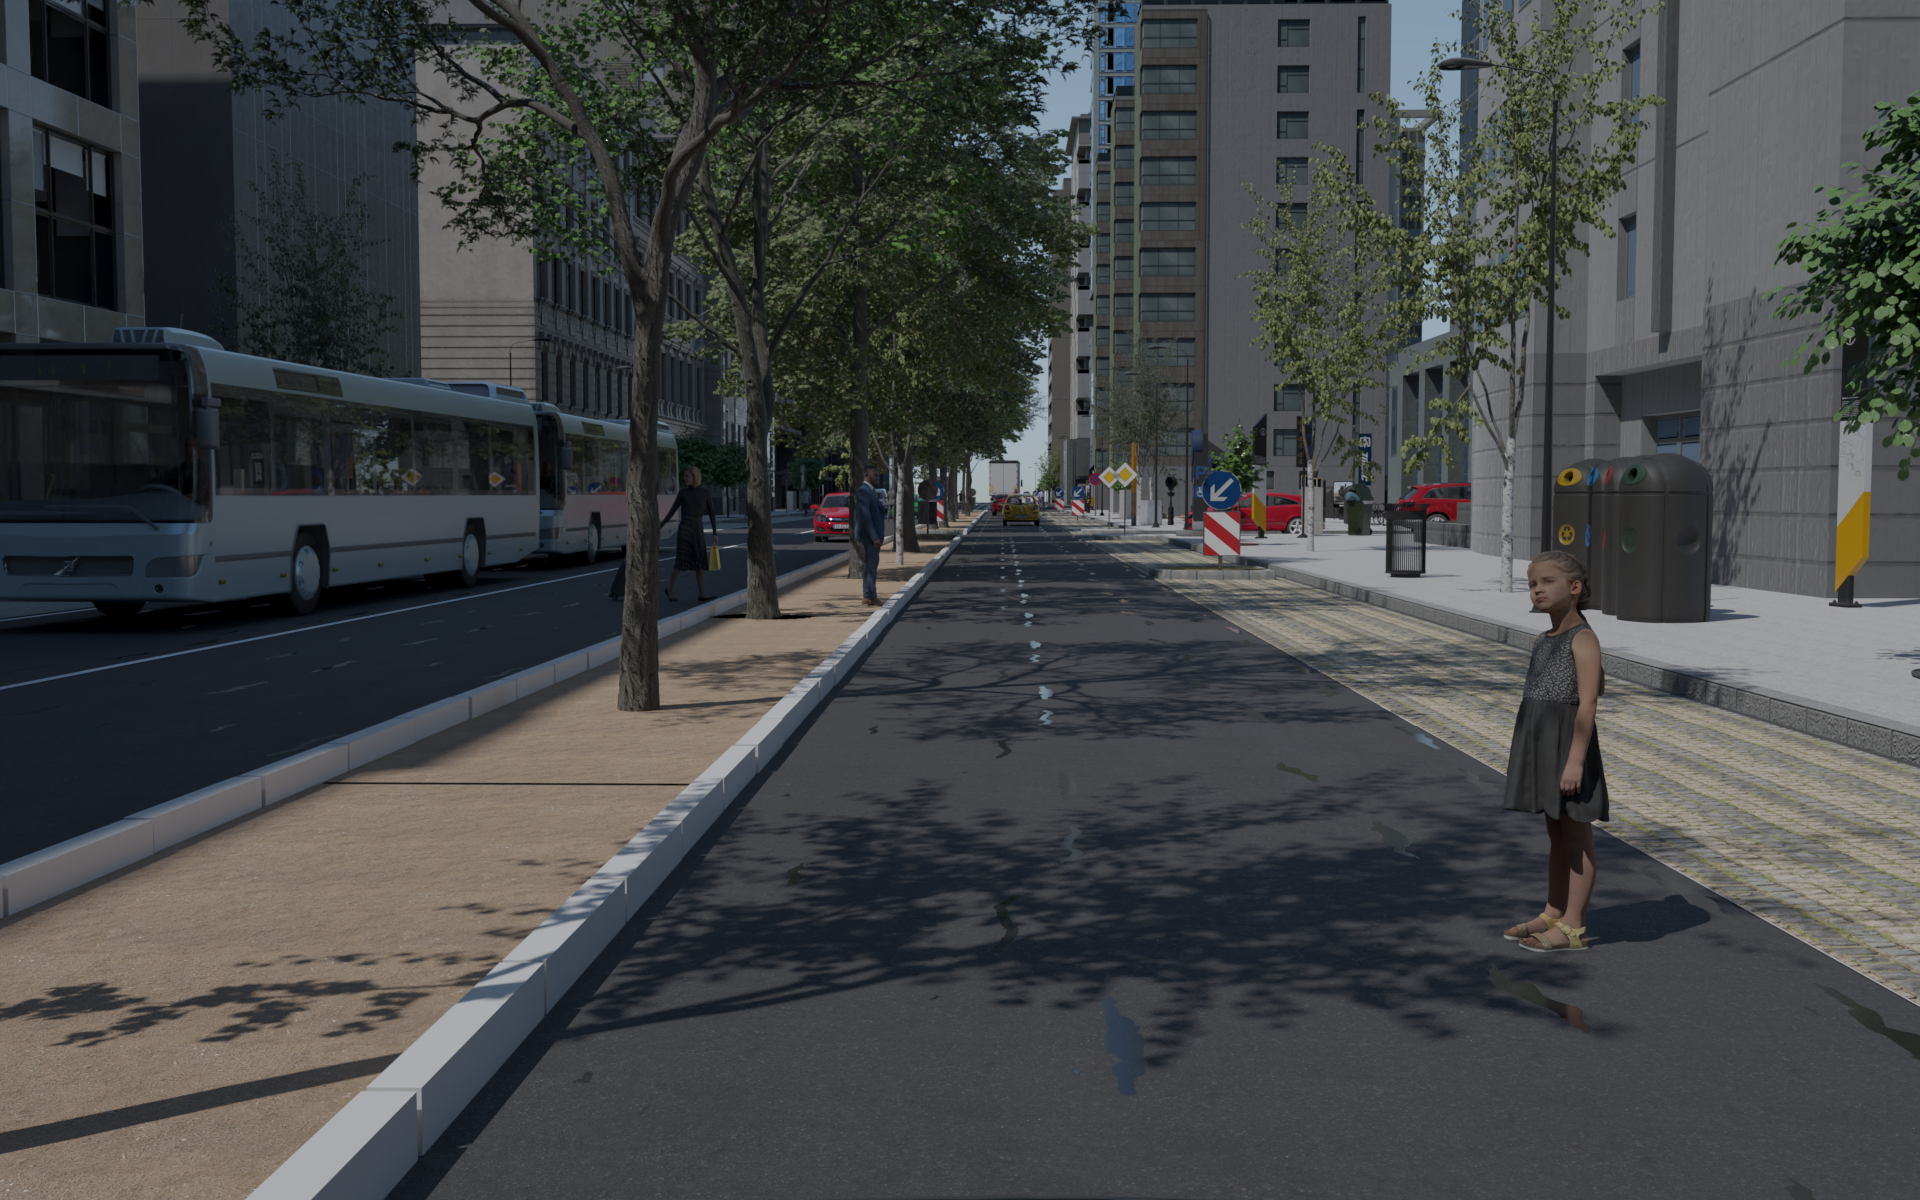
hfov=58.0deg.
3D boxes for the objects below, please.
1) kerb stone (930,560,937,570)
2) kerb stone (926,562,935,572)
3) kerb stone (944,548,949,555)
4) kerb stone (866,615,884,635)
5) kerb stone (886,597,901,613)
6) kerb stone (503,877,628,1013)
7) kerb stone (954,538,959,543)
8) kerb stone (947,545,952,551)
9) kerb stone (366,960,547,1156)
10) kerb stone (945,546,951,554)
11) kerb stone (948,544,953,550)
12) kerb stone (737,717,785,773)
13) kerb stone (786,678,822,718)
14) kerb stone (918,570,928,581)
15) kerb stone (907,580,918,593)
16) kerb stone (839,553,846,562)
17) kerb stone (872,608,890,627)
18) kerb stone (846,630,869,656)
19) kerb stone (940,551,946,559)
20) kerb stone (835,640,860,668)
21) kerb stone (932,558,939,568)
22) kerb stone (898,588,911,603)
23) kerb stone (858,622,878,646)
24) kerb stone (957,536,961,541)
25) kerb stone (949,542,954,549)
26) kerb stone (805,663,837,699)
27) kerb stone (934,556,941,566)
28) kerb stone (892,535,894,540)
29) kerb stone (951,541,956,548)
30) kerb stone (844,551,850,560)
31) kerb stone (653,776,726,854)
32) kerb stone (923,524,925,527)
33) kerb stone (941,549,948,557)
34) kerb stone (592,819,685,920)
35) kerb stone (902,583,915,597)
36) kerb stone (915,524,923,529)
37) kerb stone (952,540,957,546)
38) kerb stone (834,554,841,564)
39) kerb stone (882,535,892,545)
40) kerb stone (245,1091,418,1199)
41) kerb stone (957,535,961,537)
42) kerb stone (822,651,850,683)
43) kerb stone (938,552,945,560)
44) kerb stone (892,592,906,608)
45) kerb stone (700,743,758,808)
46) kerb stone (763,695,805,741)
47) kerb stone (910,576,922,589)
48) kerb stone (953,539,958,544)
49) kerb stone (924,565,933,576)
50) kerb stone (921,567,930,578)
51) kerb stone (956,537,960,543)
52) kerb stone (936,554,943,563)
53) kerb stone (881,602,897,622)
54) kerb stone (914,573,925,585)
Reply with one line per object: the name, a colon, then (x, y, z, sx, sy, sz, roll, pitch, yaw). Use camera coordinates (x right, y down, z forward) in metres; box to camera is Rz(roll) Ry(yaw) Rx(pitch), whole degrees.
kerb stone: (-0.550, -0.593, 31.935, 0.120, 0.150, 1.000, 0, 4, 1)
kerb stone: (-0.565, -0.533, 30.913, 0.120, 0.150, 1.000, 0, 4, 1)
kerb stone: (-0.375, -1.032, 39.113, 0.120, 0.150, 1.000, 0, 4, 1)
kerb stone: (-0.889, 0.289, 17.581, 0.120, 0.150, 1.000, 0, 4, 1)
kerb stone: (-0.820, 0.094, 20.662, 0.120, 0.150, 1.000, 0, 4, 1)
kerb stone: (-1.187, 1.035, 5.268, 0.120, 0.150, 1.000, 0, 4, 1)
kerb stone: (-0.173, -1.536, 47.318, 0.120, 0.150, 1.000, 0, 4, 1)
kerb stone: (-0.317, -1.160, 41.165, 0.120, 0.150, 1.000, 0, 4, 1)
kerb stone: (-1.211, 1.098, 4.246, 0.120, 0.150, 1.000, 0, 4, 1)
kerb stone: (-0.350, -1.097, 40.135, 0.120, 0.150, 1.000, 0, 4, 1)
kerb stone: (-0.296, -1.220, 42.187, 0.120, 0.150, 1.000, 0, 4, 1)
kerb stone: (-1.083, 0.784, 9.377, 0.120, 0.150, 1.000, 0, 4, 1)
kerb stone: (-1.043, 0.659, 11.424, 0.120, 0.150, 1.000, 0, 4, 1)
kerb stone: (-0.638, -0.341, 27.835, 0.120, 0.150, 1.000, 0, 4, 1)
kerb stone: (-0.714, -0.154, 24.757, 0.120, 0.150, 1.000, 0, 4, 1)
kerb stone: (-2.544, -0.850, 36.092, 0.120, 0.150, 1.000, 0, 4, 1)
kerb stone: (-0.870, 0.219, 18.618, 0.120, 0.150, 1.000, 0, 4, 1)
kerb stone: (-0.937, 0.408, 15.530, 0.120, 0.150, 1.000, 0, 4, 1)
kerb stone: (-0.427, -0.907, 37.069, 0.120, 0.150, 1.000, 0, 4, 1)
kerb stone: (-0.959, 0.471, 14.501, 0.120, 0.150, 1.000, 0, 4, 1)
kerb stone: (-0.518, -0.659, 32.965, 0.120, 0.150, 1.000, 0, 4, 1)
kerb stone: (-0.769, -0.026, 22.706, 0.120, 0.150, 1.000, 0, 4, 1)
kerb stone: (-0.905, 0.345, 16.556, 0.120, 0.150, 1.000, 0, 4, 1)
kerb stone: (-0.128, -1.662, 49.362, 0.120, 0.150, 1.000, 0, 4, 1)
kerb stone: (-0.277, -1.284, 43.219, 0.120, 0.150, 1.000, 0, 4, 1)
kerb stone: (-1.014, 0.596, 12.447, 0.120, 0.150, 1.000, 0, 4, 1)
kerb stone: (-0.492, -0.720, 33.995, 0.120, 0.150, 1.000, 0, 4, 1)
kerb stone: (-2.149, -1.853, 52.487, 0.120, 0.150, 1.000, 0, 4, 1)
kerb stone: (-0.246, -1.349, 44.245, 0.120, 0.150, 1.000, 0, 4, 1)
kerb stone: (-2.518, -0.912, 37.114, 0.120, 0.150, 1.000, 0, 4, 1)
kerb stone: (-1.141, 0.910, 7.317, 0.120, 0.150, 1.000, 0, 4, 1)
kerb stone: (-1.665, -3.077, 72.509, 0.120, 0.150, 1.000, 0, 4, 1)
kerb stone: (-0.388, -0.967, 38.091, 0.120, 0.150, 1.000, 0, 4, 1)
kerb stone: (-1.162, 0.973, 6.292, 0.120, 0.150, 1.000, 0, 4, 1)
kerb stone: (-0.739, -0.093, 23.730, 0.120, 0.150, 1.000, 0, 4, 1)
kerb stone: (-1.693, -3.014, 71.476, 0.120, 0.150, 1.000, 0, 4, 1)
kerb stone: (-0.222, -1.411, 45.267, 0.120, 0.150, 1.000, 0, 4, 1)
kerb stone: (-2.568, -0.784, 35.070, 0.120, 0.150, 1.000, 0, 4, 1)
kerb stone: (-2.174, -1.790, 51.463, 0.120, 0.150, 1.000, 0, 4, 1)
kerb stone: (-1.238, 1.160, 3.224, 0.120, 0.150, 1.000, 0, 4, 1)
kerb stone: (-0.100, -1.724, 50.385, 0.120, 0.150, 1.000, 0, 4, 1)
kerb stone: (-0.981, 0.534, 13.472, 0.120, 0.150, 1.000, 0, 4, 1)
kerb stone: (-0.446, -0.847, 36.047, 0.120, 0.150, 1.000, 0, 4, 1)
kerb stone: (-0.793, 0.032, 21.684, 0.120, 0.150, 1.000, 0, 4, 1)
kerb stone: (-1.117, 0.850, 8.349, 0.120, 0.150, 1.000, 0, 4, 1)
kerb stone: (-1.065, 0.721, 10.399, 0.120, 0.150, 1.000, 0, 4, 1)
kerb stone: (-0.692, -0.219, 25.783, 0.120, 0.150, 1.000, 0, 4, 1)
kerb stone: (-0.199, -1.474, 46.296, 0.120, 0.150, 1.000, 0, 4, 1)
kerb stone: (-0.589, -0.470, 29.885, 0.120, 0.150, 1.000, 0, 4, 1)
kerb stone: (-0.616, -0.404, 28.857, 0.120, 0.150, 1.000, 0, 4, 1)
kerb stone: (-0.143, -1.599, 48.340, 0.120, 0.150, 1.000, 0, 4, 1)
kerb stone: (-0.463, -0.784, 35.021, 0.120, 0.150, 1.000, 0, 4, 1)
kerb stone: (-0.835, 0.160, 19.640, 0.120, 0.150, 1.000, 0, 4, 1)
kerb stone: (-0.670, -0.282, 26.813, 0.120, 0.150, 1.000, 0, 4, 1)
